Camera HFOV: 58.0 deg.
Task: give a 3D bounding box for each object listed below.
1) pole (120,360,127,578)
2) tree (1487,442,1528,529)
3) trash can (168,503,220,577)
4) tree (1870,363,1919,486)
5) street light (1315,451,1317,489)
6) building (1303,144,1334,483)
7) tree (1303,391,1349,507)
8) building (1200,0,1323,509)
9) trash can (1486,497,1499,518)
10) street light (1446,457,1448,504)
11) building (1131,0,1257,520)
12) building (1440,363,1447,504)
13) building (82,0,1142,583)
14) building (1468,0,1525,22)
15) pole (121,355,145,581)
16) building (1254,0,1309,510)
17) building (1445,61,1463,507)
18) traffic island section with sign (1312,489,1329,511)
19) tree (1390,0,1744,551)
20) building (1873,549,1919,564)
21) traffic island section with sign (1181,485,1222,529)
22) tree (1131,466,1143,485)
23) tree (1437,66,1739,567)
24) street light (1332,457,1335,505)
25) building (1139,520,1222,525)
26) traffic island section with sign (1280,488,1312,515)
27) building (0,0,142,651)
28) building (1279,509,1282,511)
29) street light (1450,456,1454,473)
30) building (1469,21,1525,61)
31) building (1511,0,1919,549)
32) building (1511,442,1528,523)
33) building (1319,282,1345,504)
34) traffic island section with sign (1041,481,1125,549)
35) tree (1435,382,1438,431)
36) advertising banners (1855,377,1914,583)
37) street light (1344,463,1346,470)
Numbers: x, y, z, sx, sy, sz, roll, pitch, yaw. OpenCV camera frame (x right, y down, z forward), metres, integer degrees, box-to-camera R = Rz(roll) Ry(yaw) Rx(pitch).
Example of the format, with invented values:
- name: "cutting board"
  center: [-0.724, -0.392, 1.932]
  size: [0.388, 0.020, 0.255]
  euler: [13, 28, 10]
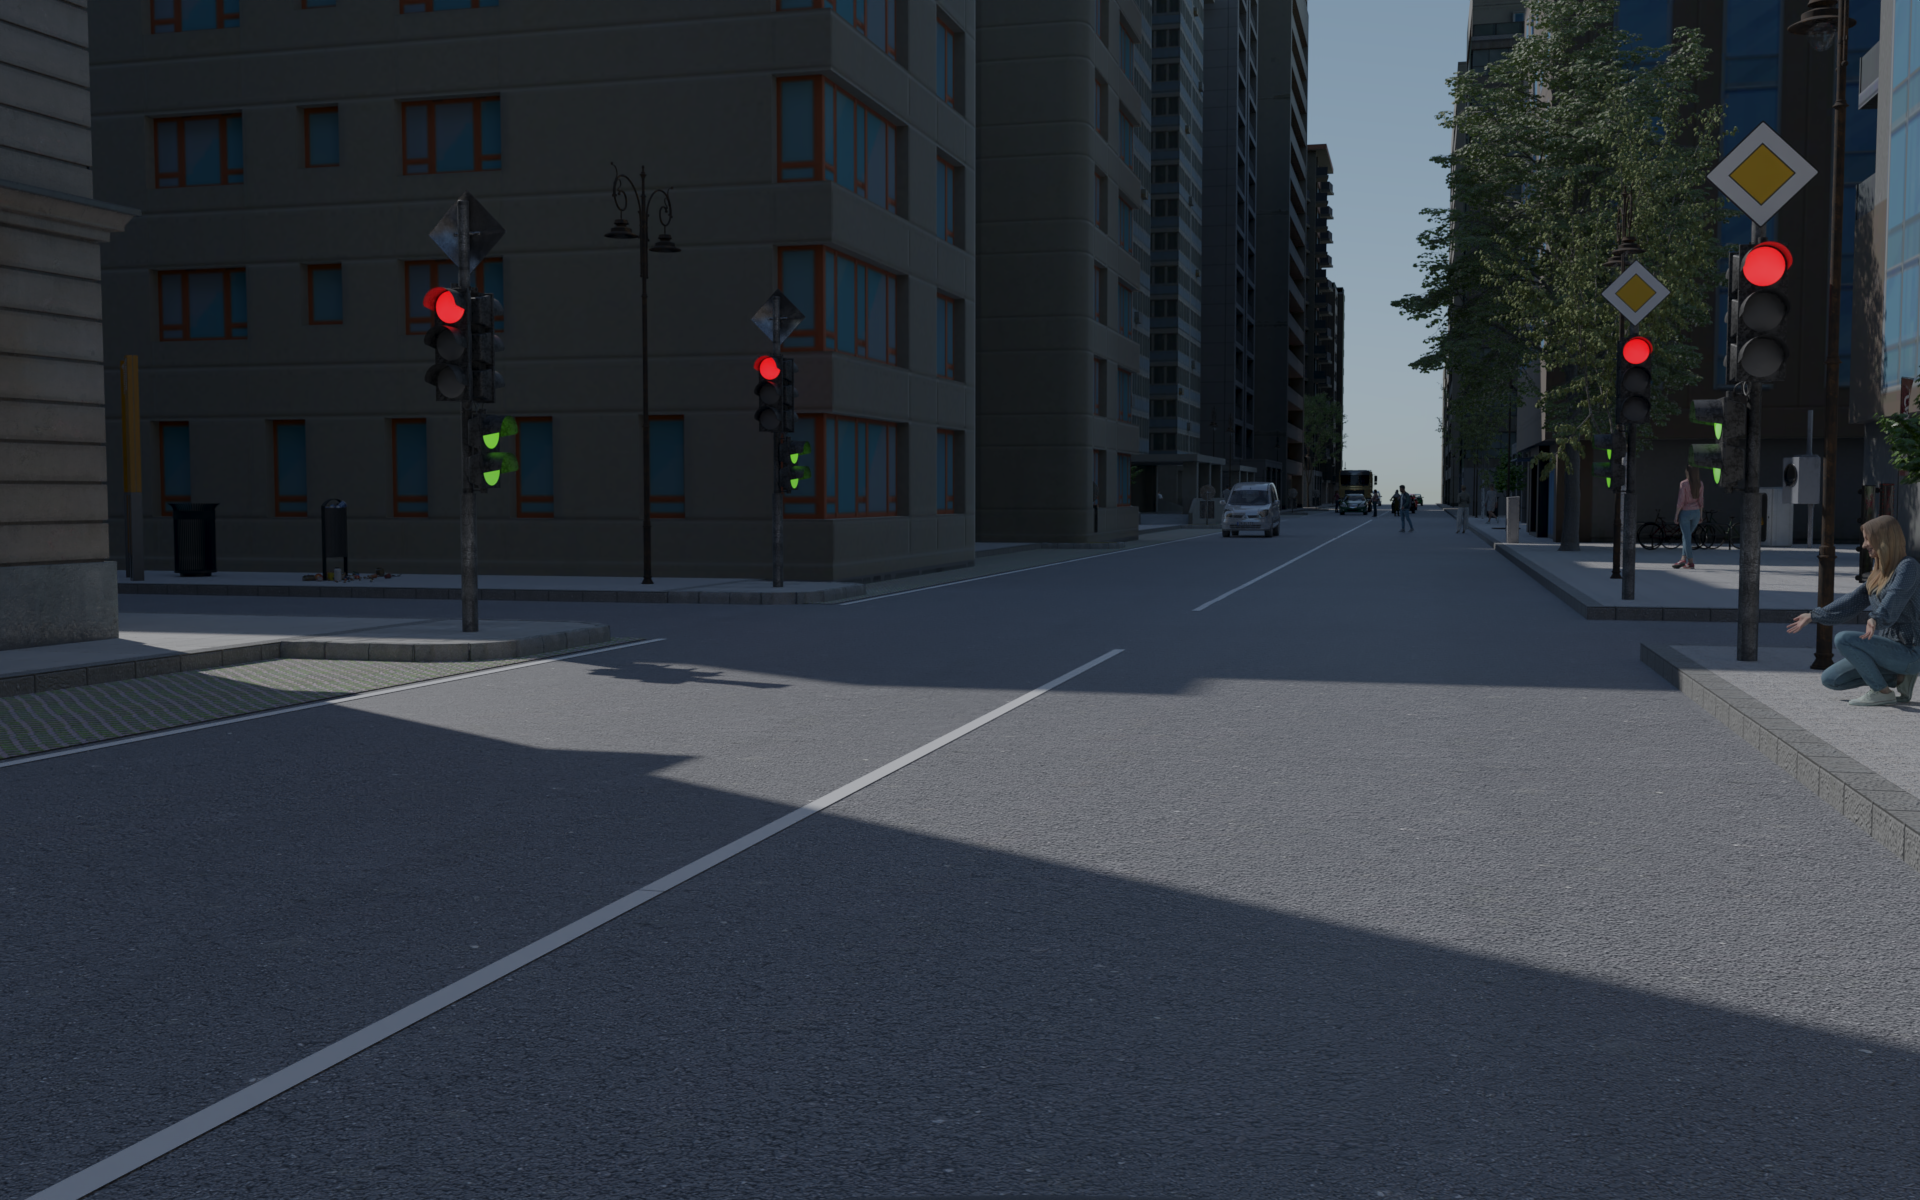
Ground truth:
- name: "pole"
  center: [-12.713, -2.000, 26.544]
  size: [0.158, 3.312, 0.155]
  euler: [0, 3, 0]
- name: "tree"
  center: [19.911, -4.189, 63.099]
  size: [1.663, 3.219, 1.824]
  euler: [0, 3, 0]
- name: "trash can"
  center: [-11.908, -0.936, 26.954]
  size: [0.748, 1.137, 0.748]
  euler: [0, 3, 0]
- name: "tree"
  center: [12.332, -1.671, 21.930]
  size: [1.663, 3.219, 1.824]
  euler: [0, 3, 0]
- name: "street light"
  center: [36.764, -12.613, 179.003]
  size: [0.468, 5.910, 1.993]
  euler: [1, 4, 15]
- name: "building"
  center: [34.403, -34.229, 214.272]
  size: [22.147, 44.769, 28.867]
  euler: [1, 4, 15]
- name: "tree"
  center: [34.285, -14.942, 170.051]
  size: [9.928, 11.665, 9.643]
  euler: [0, 3, 0]
- name: "building"
  center: [29.277, -45.919, 189.029]
  size: [20.563, 71.187, 20.611]
  euler: [1, 4, 15]
- name: "trash can"
  center: [28.514, -4.959, 92.732]
  size: [0.748, 1.137, 0.748]
  euler: [0, 3, 0]
- name: "street light"
  center: [51.087, -12.686, 180.197]
  size: [0.468, 5.910, 1.993]
  euler: [1, 4, 15]
- name: "building"
  center: [2.633, -25.706, 112.180]
  size: [32.217, 40.220, 23.993]
  euler: [1, 4, 15]
- name: "building"
  center: [78.479, -23.544, 229.983]
  size: [27.650, 21.520, 28.899]
  euler: [1, 4, 15]
- name: "building"
  center: [-11.536, -12.091, 42.732]
  size: [27.650, 21.520, 28.899]
  euler: [1, 4, 15]
- name: "building"
  center: [55.773, -32.377, 153.062]
  size: [21.300, 48.544, 21.600]
  euler: [1, 4, 15]
- name: "pole"
  center: [-12.173, -1.938, 25.529]
  size: [0.158, 3.312, 0.155]
  euler: [0, 3, 0]
- name: "building"
  center: [18.941, -32.338, 152.427]
  size: [21.300, 48.544, 21.600]
  euler: [1, 4, 15]
- name: "building"
  center: [63.441, -34.277, 184.128]
  size: [21.300, 48.544, 21.600]
  euler: [1, 4, 15]
- name: "traffic island section with sign"
  center: [30.139, -8.418, 146.255]
  size: [1.989, 1.847, 2.006]
  euler: [1, 4, 15]
- name: "tree"
  center: [13.736, -7.403, 39.167]
  size: [7.486, 12.596, 7.792]
  euler: [0, 3, 0]
- name: "building"
  center: [22.885, -22.936, 25.118]
  size: [14.200, 45.320, 14.600]
  euler: [1, 4, 15]
- name: "traffic island section with sign"
  center: [10.261, -3.861, 71.763]
  size: [1.989, 1.847, 2.006]
  euler: [1, 4, 15]
- name: "tree"
  center: [5.615, -4.179, 62.935]
  size: [1.663, 3.219, 1.824]
  euler: [0, 3, 0]
- name: "tree"
  center: [11.534, -4.894, 30.372]
  size: [4.737, 8.622, 4.395]
  euler: [0, 3, 0]
- name: "street light"
  center: [45.697, -14.636, 212.092]
  size: [0.468, 5.910, 1.993]
  euler: [1, 4, 15]
- name: "building"
  center: [-3.963, -23.905, 82.723]
  size: [32.217, 40.220, 23.993]
  euler: [1, 4, 15]
- name: "traffic island section with sign"
  center: [22.972, -6.774, 119.379]
  size: [1.989, 1.847, 2.006]
  euler: [1, 4, 15]
- name: "building"
  center: [-25.175, -11.924, 14.046]
  size: [34.723, 24.649, 14.460]
  euler: [1, 4, 15]
- name: "building"
  center: [14.068, -42.384, 131.231]
  size: [20.563, 71.187, 20.611]
  euler: [1, 4, 15]
- name: "street light"
  center: [47.618, -11.883, 167.068]
  size: [0.468, 5.910, 1.993]
  euler: [1, 4, 15]
- name: "building"
  center: [38.977, -20.609, 108.667]
  size: [14.160, 30.474, 14.107]
  euler: [1, 4, 15]
- name: "building"
  center: [23.814, -24.411, 49.223]
  size: [14.600, 45.320, 14.200]
  euler: [1, 4, 15]
- name: "building"
  center: [34.696, -38.748, 71.782]
  size: [20.563, 71.187, 20.611]
  euler: [1, 4, 15]
- name: "building"
  center: [44.431, -28.290, 234.237]
  size: [14.160, 30.474, 14.107]
  euler: [1, 4, 15]
- name: "traffic island section with sign"
  center: [3.303, -2.268, 45.718]
  size: [1.989, 1.847, 2.006]
  euler: [1, 4, 15]
- name: "tree"
  center: [26.831, -8.503, 89.382]
  size: [4.737, 8.622, 4.395]
  euler: [0, 3, 0]
- name: "advertising banners"
  center: [13.637, -1.792, 25.490]
  size: [2.074, 3.025, 0.090]
  euler: [-3, 5, -44]
- name: "street light"
  center: [54.607, -16.691, 245.691]
  size: [0.468, 5.910, 1.993]
  euler: [1, 4, 15]
